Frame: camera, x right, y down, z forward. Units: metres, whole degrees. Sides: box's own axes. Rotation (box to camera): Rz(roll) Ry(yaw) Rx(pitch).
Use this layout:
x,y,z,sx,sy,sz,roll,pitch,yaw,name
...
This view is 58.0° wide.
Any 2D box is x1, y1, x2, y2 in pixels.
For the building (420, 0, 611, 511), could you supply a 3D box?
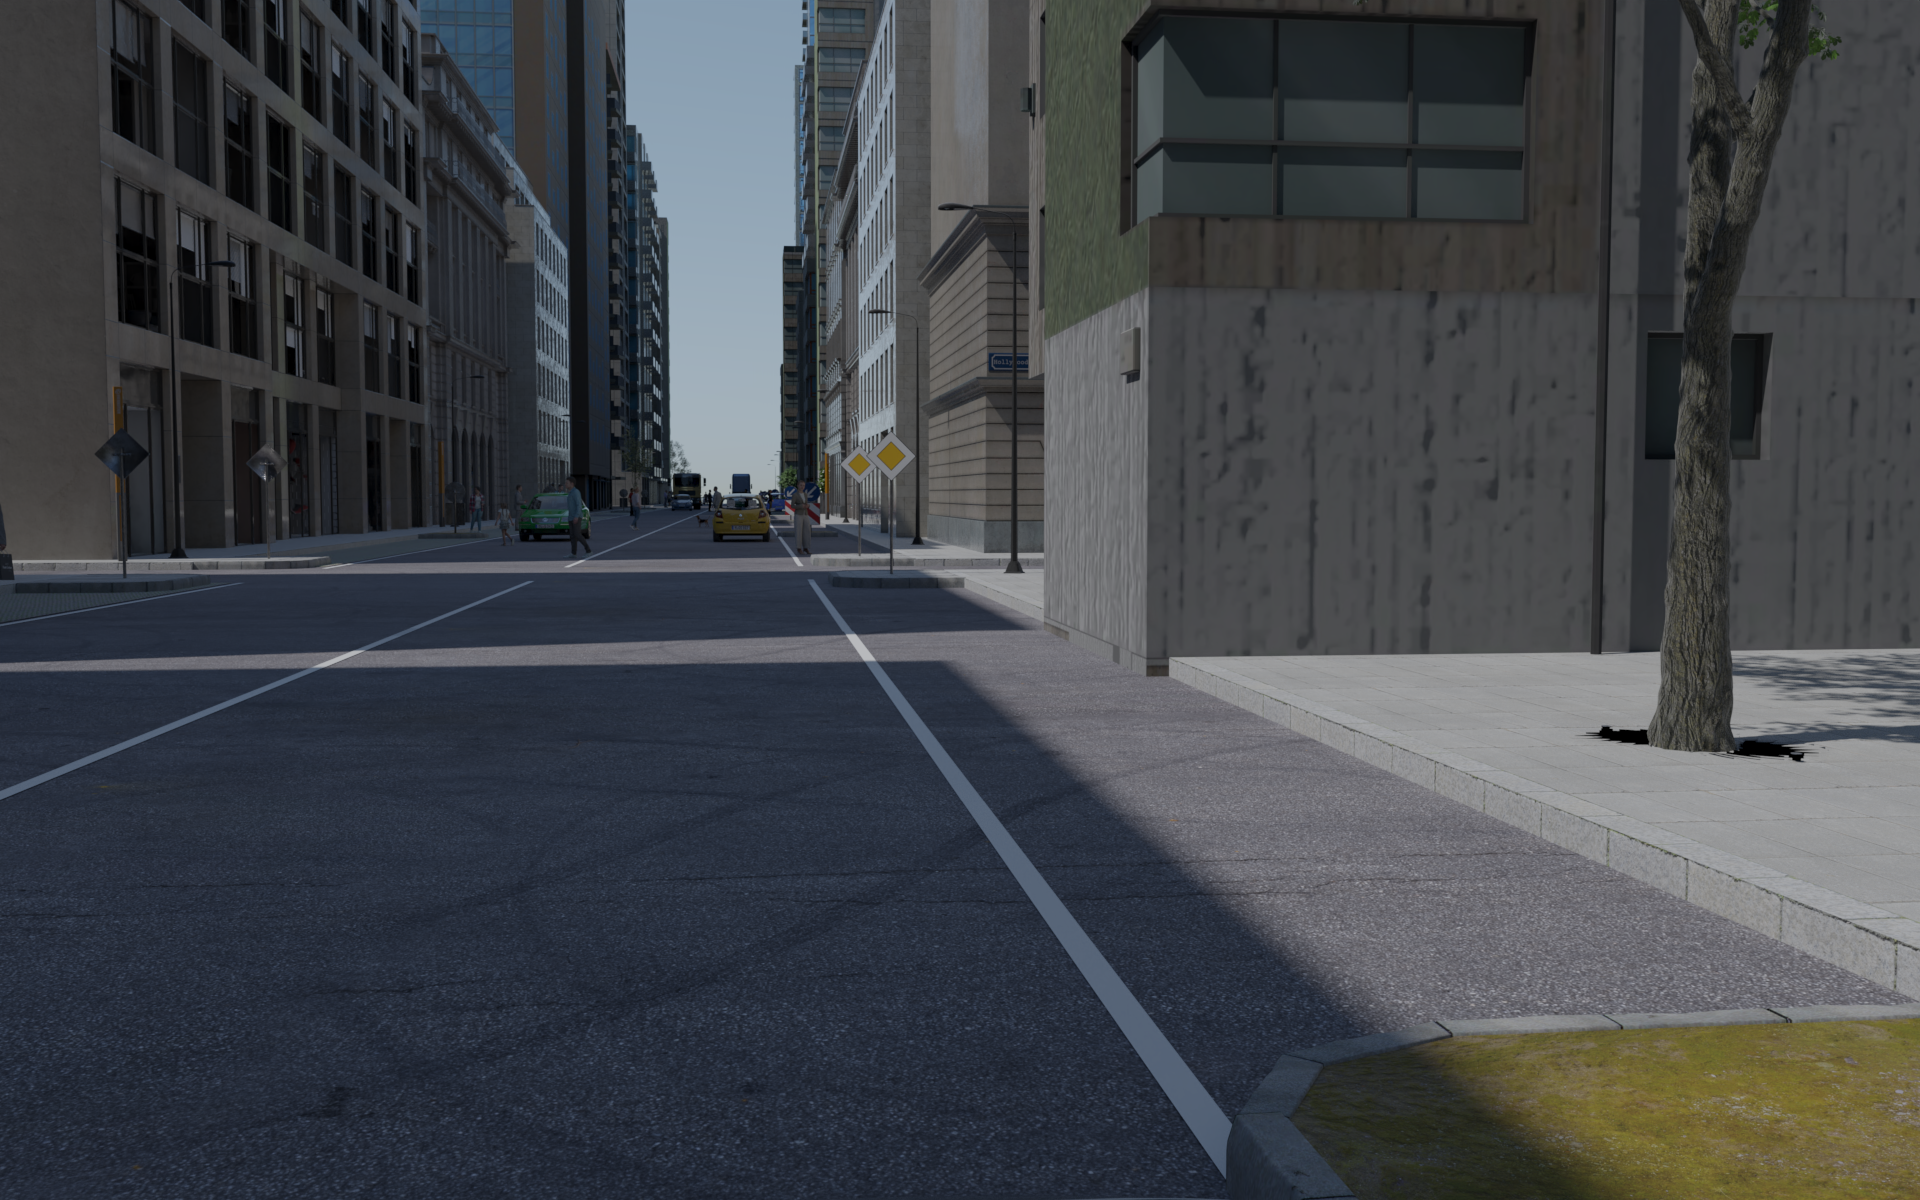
x,y,z,sx,sy,sz,roll,pitch,yaw,name
-36.855,-30.213,144.088,14.600,45.320,14.200,0,4,-7,building

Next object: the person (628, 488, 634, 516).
x,y,z,sx,sy,sz,roll,pitch,yaw,name
-21.092,-6.308,111.573,0.705,1.831,1.348,1,4,15,person

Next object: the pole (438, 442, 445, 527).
x,y,z,sx,sy,sz,roll,pitch,yaw,name
-20.129,-4.489,67.245,0.158,3.312,0.155,0,3,0,pole

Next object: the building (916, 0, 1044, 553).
x,y,z,sx,sy,sz,roll,pitch,yaw,name
16.699,-13.752,43.923,34.723,24.649,14.460,0,4,-7,building

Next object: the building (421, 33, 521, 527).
x,y,z,sx,sy,sz,roll,pitch,yaw,name
-28.024,-14.447,78.002,13.314,21.916,24.055,0,4,-7,building

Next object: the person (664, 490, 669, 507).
x,y,z,sx,sy,sz,roll,pitch,yaw,name
-31.113,-10.732,183.832,0.599,1.838,0.709,0,4,5,person

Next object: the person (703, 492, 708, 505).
x,y,z,sx,sy,sz,roll,pitch,yaw,name
-33.488,-13.400,228.147,0.990,1.755,0.434,2,4,28,person

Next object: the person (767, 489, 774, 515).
x,y,z,sx,sy,sz,roll,pitch,yaw,name
-12.672,-6.571,116.465,0.721,1.766,1.217,-1,4,-14,person

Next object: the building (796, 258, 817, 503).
x,y,z,sx,sy,sz,roll,pitch,yaw,name
0.760,-18.231,143.121,27.650,21.520,28.899,0,4,-7,building

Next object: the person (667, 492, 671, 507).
x,y,z,sx,sy,sz,roll,pitch,yaw,name
-33.167,-11.481,197.006,0.721,1.735,1.217,-3,4,-36,person

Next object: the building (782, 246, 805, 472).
x,y,z,sx,sy,sz,roll,pitch,yaw,name
-13.759,-26.393,203.233,14.160,30.474,14.107,0,4,-7,building

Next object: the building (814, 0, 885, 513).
x,y,z,sx,sy,sz,roll,pitch,yaw,name
-3.086,-26.718,120.439,14.154,41.232,14.086,0,4,-7,building

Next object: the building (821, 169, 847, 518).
x,y,z,sx,sy,sz,roll,pitch,yaw,name
-2.886,-15.467,102.030,9.793,20.994,18.267,0,4,-7,building

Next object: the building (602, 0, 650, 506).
x,y,z,sx,sy,sz,roll,pitch,yaw,name
-46.679,-46.531,199.040,20.563,71.187,20.611,0,4,-7,building

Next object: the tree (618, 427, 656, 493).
x,y,z,sx,sy,sz,roll,pitch,yaw,name
-34.698,-14.384,185.539,4.360,8.622,3.978,0,3,0,tree

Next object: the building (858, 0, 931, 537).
x,y,z,sx,sy,sz,roll,pitch,yaw,name
2.250,-12.516,59.395,10.420,20.320,16.860,0,4,-7,building

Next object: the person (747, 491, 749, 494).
x,y,z,sx,sy,sz,roll,pitch,yaw,name
-22.192,-10.494,180.809,0.721,1.736,1.217,2,4,35,person

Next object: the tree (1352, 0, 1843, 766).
x,y,z,sx,sy,sz,roll,pitch,yaw,name
3.883,-5.053,8.380,9.928,11.665,9.643,0,3,0,tree

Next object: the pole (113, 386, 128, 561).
x,y,z,sx,sy,sz,roll,pitch,yaw,name
-15.984,-2.392,32.958,0.158,3.312,0.155,0,3,0,pole

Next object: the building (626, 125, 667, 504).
x,y,z,sx,sy,sz,roll,pitch,yaw,name
-50.691,-37.021,224.902,23.786,49.044,30.456,0,4,-7,building

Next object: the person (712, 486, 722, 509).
x,y,z,sx,sy,sz,roll,pitch,yaw,name
-11.639,-4.548,82.958,0.391,1.810,0.635,1,4,17,person

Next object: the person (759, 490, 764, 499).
x,y,z,sx,sy,sz,roll,pitch,yaw,name
-21.357,-10.882,186.285,0.599,1.838,0.709,2,4,27,person

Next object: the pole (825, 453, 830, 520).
x,y,z,sx,sy,sz,roll,pitch,yaw,name
-6.619,-5.658,86.359,0.158,3.312,0.155,0,3,0,pole

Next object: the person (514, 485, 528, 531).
x,y,z,sx,sy,sz,roll,pitch,yaw,name
-17.009,-3.575,67.147,0.583,1.804,0.606,-1,4,-18,person

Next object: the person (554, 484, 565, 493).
x,y,z,sx,sy,sz,roll,pitch,yaw,name
-16.692,-3.916,72.394,0.638,1.841,0.748,0,4,4,person

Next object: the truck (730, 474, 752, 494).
x,y,z,sx,sy,sz,roll,pitch,yaw,name
-27.874,-14.162,221.308,2.967,4.110,18.799,0,4,-8,truck

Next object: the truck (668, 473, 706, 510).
x,y,z,sx,sy,sz,roll,pitch,yaw,name
-25.341,-10.084,160.797,3.469,3.379,9.791,-1,4,-9,truck

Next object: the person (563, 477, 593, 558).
x,y,z,sx,sy,sz,roll,pitch,yaw,name
-8.562,-1.852,38.792,0.620,1.820,0.660,-2,4,-32,person

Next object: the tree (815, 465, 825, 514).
x,y,z,sx,sy,sz,roll,pitch,yaw,name
-8.899,-7.218,112.623,1.663,3.219,1.824,0,3,0,tree

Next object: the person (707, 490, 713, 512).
x,y,z,sx,sy,sz,roll,pitch,yaw,name
-20.486,-8.165,142.128,0.705,1.807,1.348,1,4,13,person

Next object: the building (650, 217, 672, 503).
x,y,z,sx,sy,sz,roll,pitch,yaw,name
-48.948,-34.520,247.991,14.154,41.232,14.086,0,4,-7,building

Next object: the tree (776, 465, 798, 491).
x,y,z,sx,sy,sz,roll,pitch,yaw,name
-18.745,-12.825,193.398,4.285,4.588,4.351,0,3,0,tree

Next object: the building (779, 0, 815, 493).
x,y,z,sx,sy,sz,roll,pitch,yaw,name
-15.170,-57.518,253.089,22.319,86.520,31.000,0,4,-7,building

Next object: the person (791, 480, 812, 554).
x,y,z,sx,sy,sz,roll,pitch,yaw,name
-3.757,-1.966,41.197,0.519,1.759,0.362,-3,5,-43,person

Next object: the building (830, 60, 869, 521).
x,y,z,sx,sy,sz,roll,pitch,yaw,name
1.220,-14.596,80.447,13.314,21.916,24.055,0,4,-7,building

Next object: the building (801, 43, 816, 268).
x,y,z,sx,sy,sz,roll,pitch,yaw,name
-4.233,-33.758,171.553,23.786,49.044,30.456,0,4,-7,building

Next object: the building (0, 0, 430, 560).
x,y,z,sx,sy,sz,roll,pitch,yaw,name
-28.092,-14.928,48.590,19.350,26.468,34.151,0,4,-7,building

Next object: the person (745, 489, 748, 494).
x,y,z,sx,sy,sz,roll,pitch,yaw,name
-16.506,-7.645,133.455,0.705,1.831,1.348,-2,4,-27,person

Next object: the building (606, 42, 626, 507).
x,y,z,sx,sy,sz,roll,pitch,yaw,name
-43.788,-31.210,164.913,22.147,44.769,28.867,0,4,-7,building

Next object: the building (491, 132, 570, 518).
x,y,z,sx,sy,sz,roll,pitch,yaw,name
-28.563,-14.944,99.079,10.420,20.320,16.860,0,4,-7,building

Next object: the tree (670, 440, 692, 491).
x,y,z,sx,sy,sz,roll,pitch,yaw,name
-44.708,-20.337,266.919,7.601,10.594,8.767,0,4,1,tree

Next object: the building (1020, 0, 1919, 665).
x,y,z,sx,sy,sz,roll,pitch,yaw,name
7.598,-15.204,20.291,14.160,30.474,14.107,0,4,-7,building

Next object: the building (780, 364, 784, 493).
x,y,z,sx,sy,sz,roll,pitch,yaw,name
-9.254,-23.281,225.678,27.650,21.520,28.899,0,4,-7,building
